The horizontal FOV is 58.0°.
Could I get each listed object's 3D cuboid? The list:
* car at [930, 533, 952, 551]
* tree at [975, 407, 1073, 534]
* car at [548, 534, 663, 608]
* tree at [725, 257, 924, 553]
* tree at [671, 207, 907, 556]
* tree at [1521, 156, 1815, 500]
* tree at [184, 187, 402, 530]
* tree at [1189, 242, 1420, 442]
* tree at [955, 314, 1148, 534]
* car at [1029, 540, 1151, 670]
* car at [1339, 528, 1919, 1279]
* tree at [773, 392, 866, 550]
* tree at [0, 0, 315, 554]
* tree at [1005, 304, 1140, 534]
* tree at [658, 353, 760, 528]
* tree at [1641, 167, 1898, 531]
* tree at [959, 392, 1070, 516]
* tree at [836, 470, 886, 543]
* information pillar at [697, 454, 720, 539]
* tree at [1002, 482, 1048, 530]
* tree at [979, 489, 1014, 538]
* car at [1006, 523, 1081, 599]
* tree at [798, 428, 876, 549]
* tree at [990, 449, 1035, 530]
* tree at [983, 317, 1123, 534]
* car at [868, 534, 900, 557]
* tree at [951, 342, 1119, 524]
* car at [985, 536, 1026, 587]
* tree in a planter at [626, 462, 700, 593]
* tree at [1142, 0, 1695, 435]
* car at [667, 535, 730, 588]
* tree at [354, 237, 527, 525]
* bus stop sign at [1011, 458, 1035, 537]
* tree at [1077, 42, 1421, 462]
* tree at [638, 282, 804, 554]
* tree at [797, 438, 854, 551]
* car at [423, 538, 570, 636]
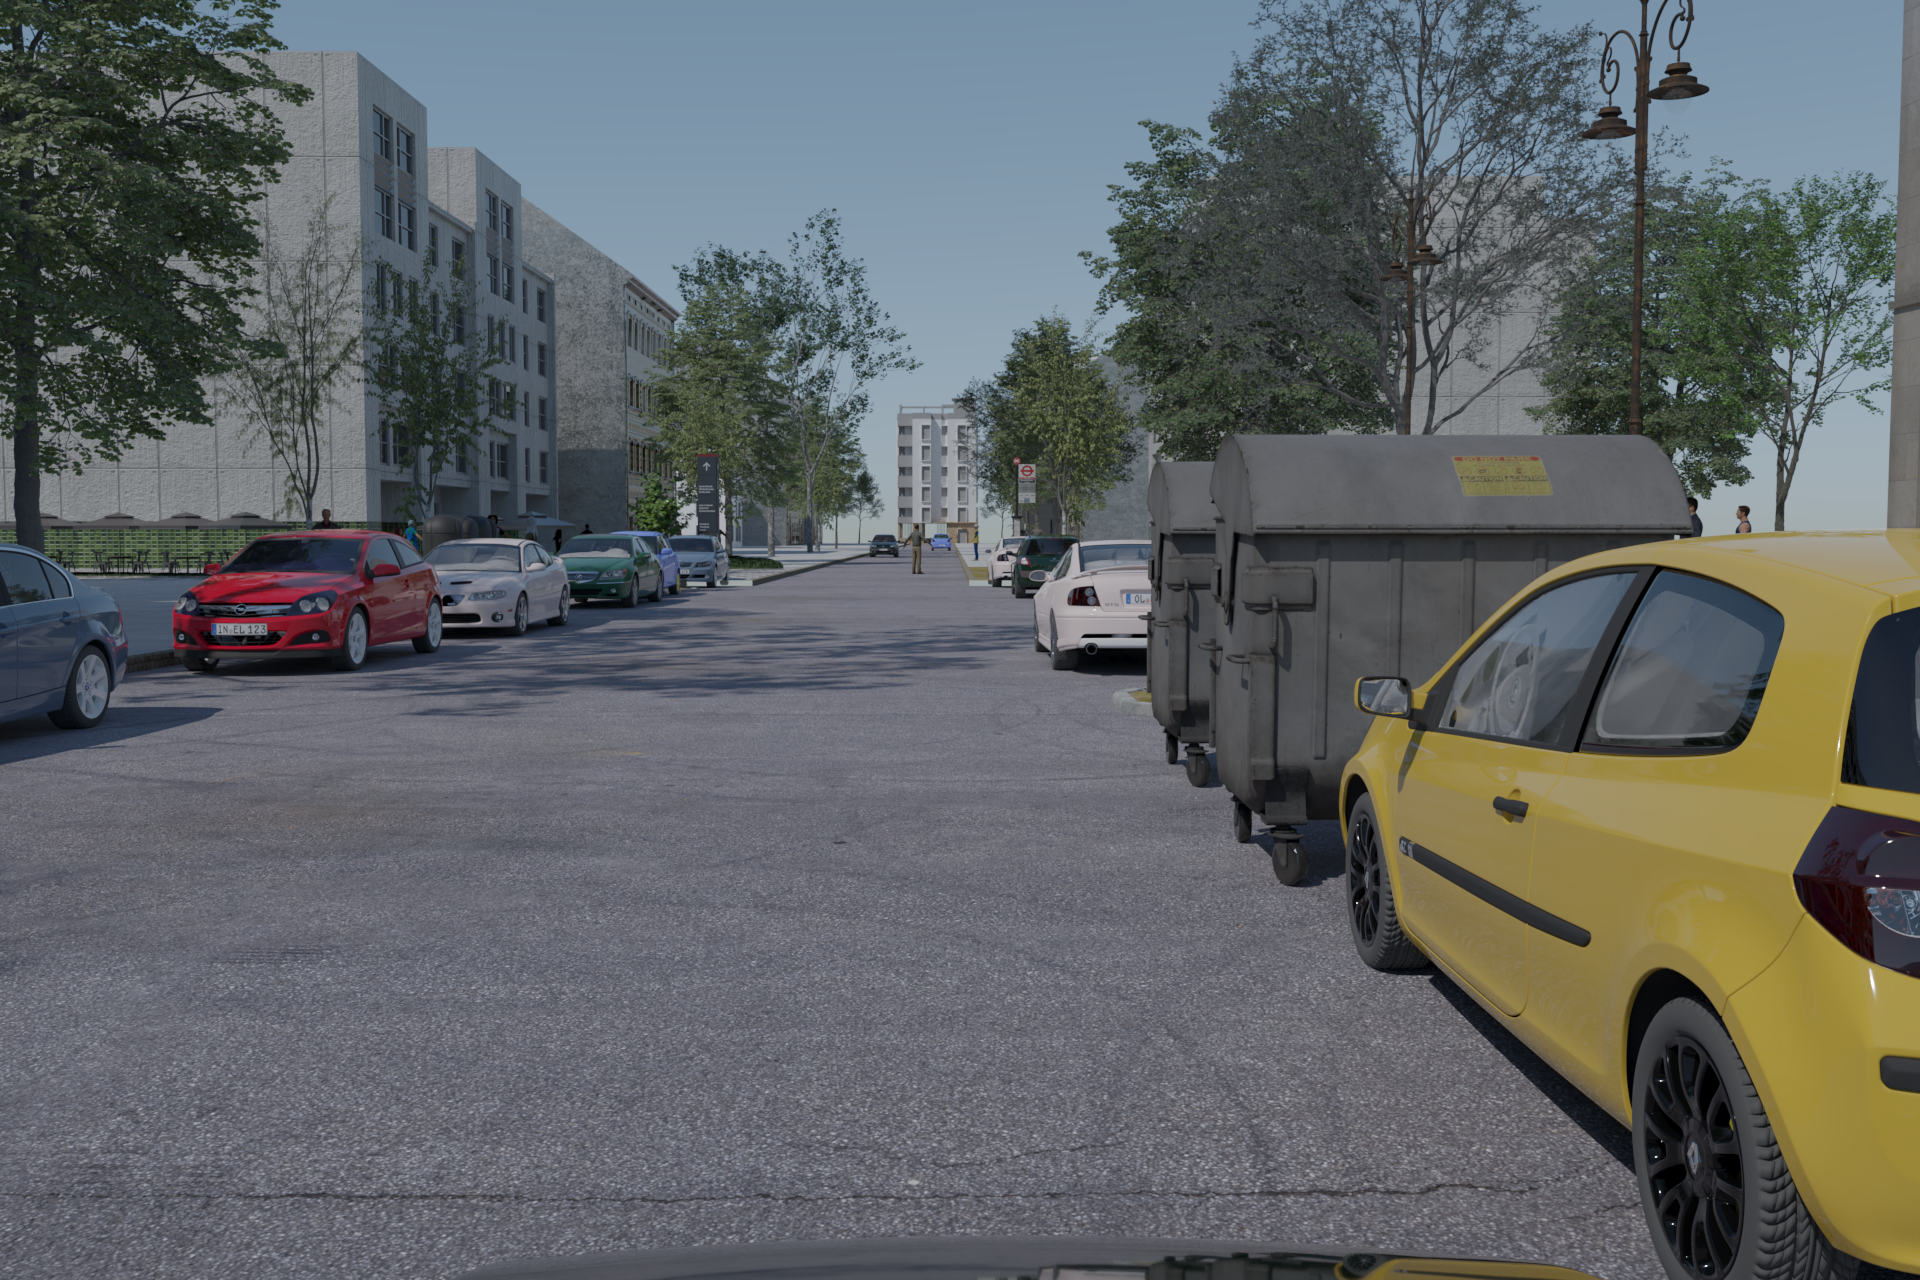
[{"bbox_3d":[-1.634,-8.501,148.582,1.945,1.707,3.694,0,4,-2],"label":"car"},{"bbox_3d":[4.552,-11.418,121.100,7.601,10.594,8.767,-1,4,-14],"label":"tree"},{"bbox_3d":[-7.224,-1.430,35.180,2.131,1.459,4.920,0,3,0],"label":"car"},{"bbox_3d":[-9.334,-16.072,118.659,12.611,20.169,13.585,0,3,0],"label":"tree"},{"bbox_3d":[-9.833,-14.940,100.164,12.611,20.169,13.585,0,3,0],"label":"tree"},{"bbox_3d":[24.283,-9.379,60.007,9.857,13.997,8.962,0,3,0],"label":"tree"},{"bbox_3d":[-13.399,-5.249,36.182,4.360,8.622,3.978,0,3,0],"label":"tree"},{"bbox_3d":[11.187,-8.113,58.398,9.928,11.665,9.643,0,3,0],"label":"tree"},{"bbox_3d":[4.261,-8.483,73.104,8.767,10.594,7.601,-2,4,-33],"label":"tree"},{"bbox_3d":[1.859,-0.443,19.610,2.083,1.381,4.827,0,4,-1],"label":"car"},{"bbox_3d":[2.172,0.347,4.556,2.015,1.641,3.980,0,3,0],"label":"car"},{"bbox_3d":[-11.363,-13.496,138.781,7.486,12.596,7.792,0,3,0],"label":"tree"},{"bbox_3d":[-13.102,-6.492,24.271,7.486,12.596,7.792,0,3,0],"label":"tree"},{"bbox_3d":[3.652,-6.491,56.490,4.737,8.622,4.395,0,3,0],"label":"tree"},{"bbox_3d":[-10.275,-7.341,70.382,4.737,8.622,4.395,0,3,0],"label":"tree"},{"bbox_3d":[23.626,-7.555,49.283,9.928,11.665,9.643,0,3,0],"label":"tree"},{"bbox_3d":[4.856,-14.559,148.415,12.009,13.543,11.850,0,3,0],"label":"tree"},{"bbox_3d":[-13.767,-18.787,241.571,7.601,10.594,8.767,0,4,-4],"label":"tree"},{"bbox_3d":[-8.161,-4.088,56.221,0.750,3.857,0.750,0,4,-1],"label":"information pillar"},{"bbox_3d":[4.724,-10.923,128.958,4.360,8.622,3.978,0,3,0],"label":"tree"},{"bbox_3d":[6.087,-18.700,240.159,7.601,10.594,8.767,0,4,4],"label":"tree"},{"bbox_3d":[2.068,-1.840,39.867,2.009,1.686,4.222,0,3,0],"label":"car"},{"bbox_3d":[-10.526,-13.239,150.876,8.767,10.594,7.601,3,5,44],"label":"tree"},{"bbox_3d":[4.356,-11.394,136.656,4.737,8.622,4.395,0,3,0],"label":"tree"},{"bbox_3d":[4.630,-10.587,91.222,7.486,12.596,7.792,0,3,0],"label":"tree"},{"bbox_3d":[-4.696,-5.984,107.630,2.009,1.686,4.222,0,4,0],"label":"car"},{"bbox_3d":[4.673,-11.897,104.890,12.009,13.543,11.850,0,3,0],"label":"tree"},{"bbox_3d":[1.747,-2.183,48.060,2.083,1.381,4.827,0,4,-1],"label":"car"},{"bbox_3d":[-7.525,-2.797,42.947,1.991,3.239,1.994,0,4,0],"label":"tree in a planter"},{"bbox_3d":[8.490,-7.481,32.680,12.009,13.543,11.850,0,3,0],"label":"tree"},{"bbox_3d":[-7.369,-2.172,47.511,2.014,1.417,4.499,0,4,-1],"label":"car"},{"bbox_3d":[-13.434,-5.728,44.019,4.737,8.622,4.395,0,3,0],"label":"tree"},{"bbox_3d":[2.200,-4.386,60.410,0.855,3.939,0.416,0,4,-1],"label":"bus stop sign"},{"bbox_3d":[7.912,-8.561,46.634,9.857,13.997,8.962,0,3,0],"label":"tree"},{"bbox_3d":[-10.986,-9.827,78.801,7.486,12.596,7.792,0,3,0],"label":"tree"},{"bbox_3d":[-10.413,-11.030,130.700,4.737,8.622,4.395,0,3,0],"label":"tree"},{"bbox_3d":[-7.071,-0.818,25.741,2.083,1.381,4.827,0,4,-1],"label":"car"}]
